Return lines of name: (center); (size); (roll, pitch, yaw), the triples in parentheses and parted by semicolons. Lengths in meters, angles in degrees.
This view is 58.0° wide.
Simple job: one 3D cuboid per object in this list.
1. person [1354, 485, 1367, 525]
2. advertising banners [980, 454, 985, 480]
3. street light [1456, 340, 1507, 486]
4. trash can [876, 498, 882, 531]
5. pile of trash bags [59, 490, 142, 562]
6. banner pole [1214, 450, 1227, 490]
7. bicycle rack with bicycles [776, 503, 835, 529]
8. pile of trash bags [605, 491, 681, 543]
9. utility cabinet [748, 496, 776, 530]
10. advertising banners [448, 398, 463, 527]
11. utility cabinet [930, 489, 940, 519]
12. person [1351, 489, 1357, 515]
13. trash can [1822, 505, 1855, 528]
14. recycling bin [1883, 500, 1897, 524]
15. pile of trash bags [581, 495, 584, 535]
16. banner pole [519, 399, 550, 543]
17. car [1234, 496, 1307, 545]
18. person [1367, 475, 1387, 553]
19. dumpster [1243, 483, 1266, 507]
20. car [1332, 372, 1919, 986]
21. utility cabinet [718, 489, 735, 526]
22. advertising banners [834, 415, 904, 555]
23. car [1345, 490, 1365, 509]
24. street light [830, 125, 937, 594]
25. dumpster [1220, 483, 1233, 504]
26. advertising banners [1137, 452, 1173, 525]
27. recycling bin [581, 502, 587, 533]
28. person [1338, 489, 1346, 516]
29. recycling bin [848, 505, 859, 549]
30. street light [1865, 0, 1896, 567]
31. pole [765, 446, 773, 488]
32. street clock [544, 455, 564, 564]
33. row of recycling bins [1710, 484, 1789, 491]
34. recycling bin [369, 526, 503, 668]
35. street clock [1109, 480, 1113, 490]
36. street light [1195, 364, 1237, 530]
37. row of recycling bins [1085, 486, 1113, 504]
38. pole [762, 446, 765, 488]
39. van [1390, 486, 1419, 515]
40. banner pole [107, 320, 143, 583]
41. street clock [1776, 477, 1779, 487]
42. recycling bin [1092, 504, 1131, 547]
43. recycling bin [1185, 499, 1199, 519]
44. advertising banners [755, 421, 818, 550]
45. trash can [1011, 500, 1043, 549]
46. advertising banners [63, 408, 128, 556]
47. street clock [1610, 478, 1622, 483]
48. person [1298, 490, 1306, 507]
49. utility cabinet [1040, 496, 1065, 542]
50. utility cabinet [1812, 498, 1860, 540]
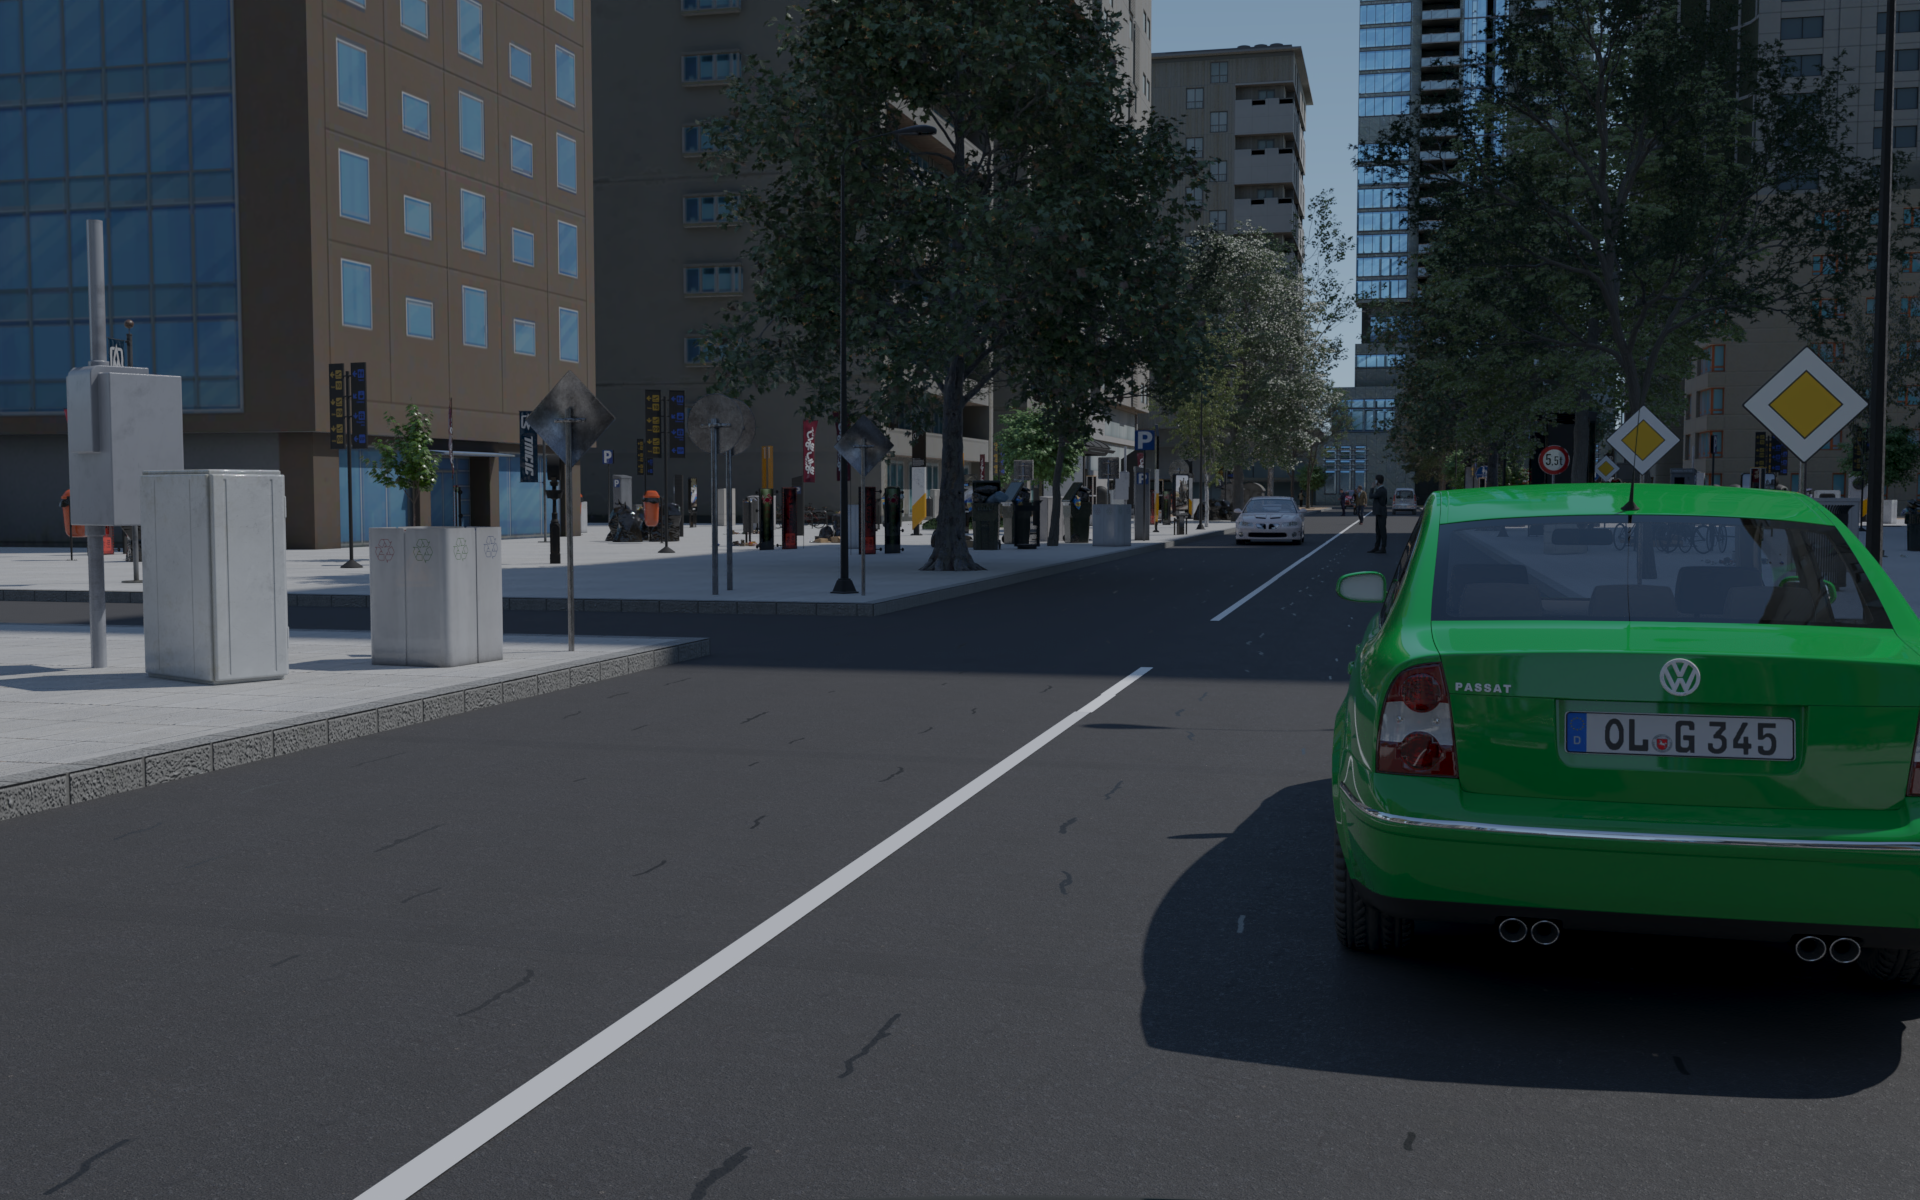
person: (18.763, -4.450, 81.164); (0.656, 1.842, 0.836); (1, 4, 21)
advertising banners: (0.660, -4.913, 76.512); (0.090, 3.025, 2.074); (-2, 4, -24)
street light: (15.758, -4.853, 51.892); (1.470, 5.913, 1.316); (1, 4, 14)
trash can: (-3.055, -2.932, 59.589); (0.748, 1.137, 0.748); (0, 3, 0)
pile of trash bags: (-15.707, -1.453, 33.501); (3.447, 1.369, 1.912); (0, 4, 3)
banner pole: (14.435, -6.451, 95.490); (0.863, 3.779, 0.401); (1, 4, 15)
bicycle rack with bicycles: (-6.385, -3.429, 69.440); (2.925, 0.926, 2.852); (0, 4, -4)
pile of trash bags: (-8.412, -2.239, 46.363); (1.912, 1.369, 3.447); (-1, 4, -17)
utility cabinet: (-7.091, -3.102, 61.881); (1.020, 1.237, 0.306); (2, 4, 26)
advertising banners: (-9.025, -2.128, 30.977); (0.090, 3.025, 2.074); (-1, 4, -20)
utility cabinet: (-0.886, -4.398, 80.586); (0.318, 1.500, 1.173); (3, 5, 41)
person: (27.369, -6.758, 119.507); (1.217, 1.766, 0.721); (-3, 5, -41)
trash can: (11.436, -0.693, 22.984); (0.748, 1.137, 0.748); (0, 3, 0)
recycling bin: (40.031, -3.815, 74.929); (0.722, 1.027, 0.722); (-3, 5, -43)
pile of trash bags: (-13.233, -2.757, 54.833); (3.447, 1.369, 1.912); (2, 4, 33)
banner pole: (-11.223, -3.411, 45.779); (0.863, 3.779, 0.401); (-1, 4, -9)
car: (9.054, -2.326, 50.395); (2.083, 1.381, 4.827); (1, 4, 13)
person: (10.100, -2.081, 41.887); (0.474, 1.900, 0.648); (1, 4, 12)
dumpster: (14.924, -5.061, 88.501); (1.264, 1.857, 1.865); (1, 4, 14)
car: (2.395, 0.137, 6.561); (1.959, 1.807, 4.718); (1, 4, 15)
utility cabinet: (-9.411, -3.729, 69.654); (0.318, 1.500, 1.173); (1, 4, 15)
advertising banners: (-1.947, -2.480, 36.728); (0.090, 3.025, 2.074); (3, 5, 43)
car: (37.327, -9.510, 164.162); (2.281, 1.827, 5.304); (1, 4, 12)
street light: (-0.971, -3.029, 22.071); (1.470, 5.913, 1.316); (1, 4, 14)
dumpster: (14.795, -5.399, 94.027); (1.264, 1.857, 1.865); (1, 4, 14)
advertising banners: (8.100, -4.648, 72.189); (0.090, 3.025, 2.074); (-3, 4, -39)
recycling bin: (-12.779, -2.723, 57.076); (0.722, 1.027, 0.722); (2, 4, 24)
person: (24.868, -6.354, 112.830); (0.568, 1.767, 0.683); (-1, 4, -19)
recycling bin: (-2.405, -1.728, 40.811); (0.722, 1.027, 0.722); (0, 4, 5)
street light: (5.691, -2.400, 11.788); (1.470, 5.913, 1.316); (1, 4, 14)
pole: (-7.999, -4.850, 73.138); (0.158, 3.312, 0.155); (0, 3, 0)
street clock: (-7.454, -1.668, 31.840); (0.358, 2.002, 0.471); (-1, 4, -9)
row of recycling bins: (33.758, -4.120, 74.469); (3.534, 1.692, 1.069); (0, 4, 2)
recycling bin: (-3.984, -0.039, 13.195); (0.722, 1.027, 0.722); (1, 4, 21)
street clock: (7.669, -5.120, 88.274); (0.358, 2.002, 0.471); (2, 4, 26)
street light: (9.212, -5.487, 62.247); (1.470, 5.913, 1.316); (1, 4, 14)
row of recycling bins: (6.607, -4.867, 86.687); (3.534, 1.692, 1.069); (0, 4, -8)
pole: (-8.360, -4.900, 73.956); (0.158, 3.312, 0.155); (0, 3, 0)
van: (31.211, -7.013, 121.668); (2.013, 2.044, 4.112); (1, 4, 14)
banner pole: (-11.925, -2.123, 24.731); (0.401, 3.779, 0.863); (0, 4, 0)
street clock: (33.088, -4.041, 70.635); (0.358, 2.002, 0.471); (-3, 4, -36)
recycling bin: (3.732, -1.836, 42.568); (0.722, 1.027, 0.722); (3, 4, 38)
recycling bin: (12.052, -4.760, 90.384); (0.722, 1.027, 0.722); (3, 5, 41)
advertising banners: (-3.982, -2.688, 40.140); (0.090, 3.025, 2.074); (3, 4, 38)
trash can: (1.564, -1.756, 40.369); (0.748, 1.137, 0.748); (0, 3, 0)
advertising banners: (-17.983, -2.458, 36.382); (0.090, 3.025, 2.074); (1, 4, 16)
street clock: (29.777, -4.529, 78.616); (0.471, 2.002, 0.358); (3, 4, 38)
person: (34.362, -10.130, 174.214); (0.705, 1.812, 1.348); (-2, 4, -28)
utility cabinet: (2.606, -2.187, 46.916); (0.306, 1.237, 1.020); (3, 5, 44)
utility cabinet: (14.227, -1.064, 28.558); (1.020, 1.237, 0.306); (1, 4, 13)
